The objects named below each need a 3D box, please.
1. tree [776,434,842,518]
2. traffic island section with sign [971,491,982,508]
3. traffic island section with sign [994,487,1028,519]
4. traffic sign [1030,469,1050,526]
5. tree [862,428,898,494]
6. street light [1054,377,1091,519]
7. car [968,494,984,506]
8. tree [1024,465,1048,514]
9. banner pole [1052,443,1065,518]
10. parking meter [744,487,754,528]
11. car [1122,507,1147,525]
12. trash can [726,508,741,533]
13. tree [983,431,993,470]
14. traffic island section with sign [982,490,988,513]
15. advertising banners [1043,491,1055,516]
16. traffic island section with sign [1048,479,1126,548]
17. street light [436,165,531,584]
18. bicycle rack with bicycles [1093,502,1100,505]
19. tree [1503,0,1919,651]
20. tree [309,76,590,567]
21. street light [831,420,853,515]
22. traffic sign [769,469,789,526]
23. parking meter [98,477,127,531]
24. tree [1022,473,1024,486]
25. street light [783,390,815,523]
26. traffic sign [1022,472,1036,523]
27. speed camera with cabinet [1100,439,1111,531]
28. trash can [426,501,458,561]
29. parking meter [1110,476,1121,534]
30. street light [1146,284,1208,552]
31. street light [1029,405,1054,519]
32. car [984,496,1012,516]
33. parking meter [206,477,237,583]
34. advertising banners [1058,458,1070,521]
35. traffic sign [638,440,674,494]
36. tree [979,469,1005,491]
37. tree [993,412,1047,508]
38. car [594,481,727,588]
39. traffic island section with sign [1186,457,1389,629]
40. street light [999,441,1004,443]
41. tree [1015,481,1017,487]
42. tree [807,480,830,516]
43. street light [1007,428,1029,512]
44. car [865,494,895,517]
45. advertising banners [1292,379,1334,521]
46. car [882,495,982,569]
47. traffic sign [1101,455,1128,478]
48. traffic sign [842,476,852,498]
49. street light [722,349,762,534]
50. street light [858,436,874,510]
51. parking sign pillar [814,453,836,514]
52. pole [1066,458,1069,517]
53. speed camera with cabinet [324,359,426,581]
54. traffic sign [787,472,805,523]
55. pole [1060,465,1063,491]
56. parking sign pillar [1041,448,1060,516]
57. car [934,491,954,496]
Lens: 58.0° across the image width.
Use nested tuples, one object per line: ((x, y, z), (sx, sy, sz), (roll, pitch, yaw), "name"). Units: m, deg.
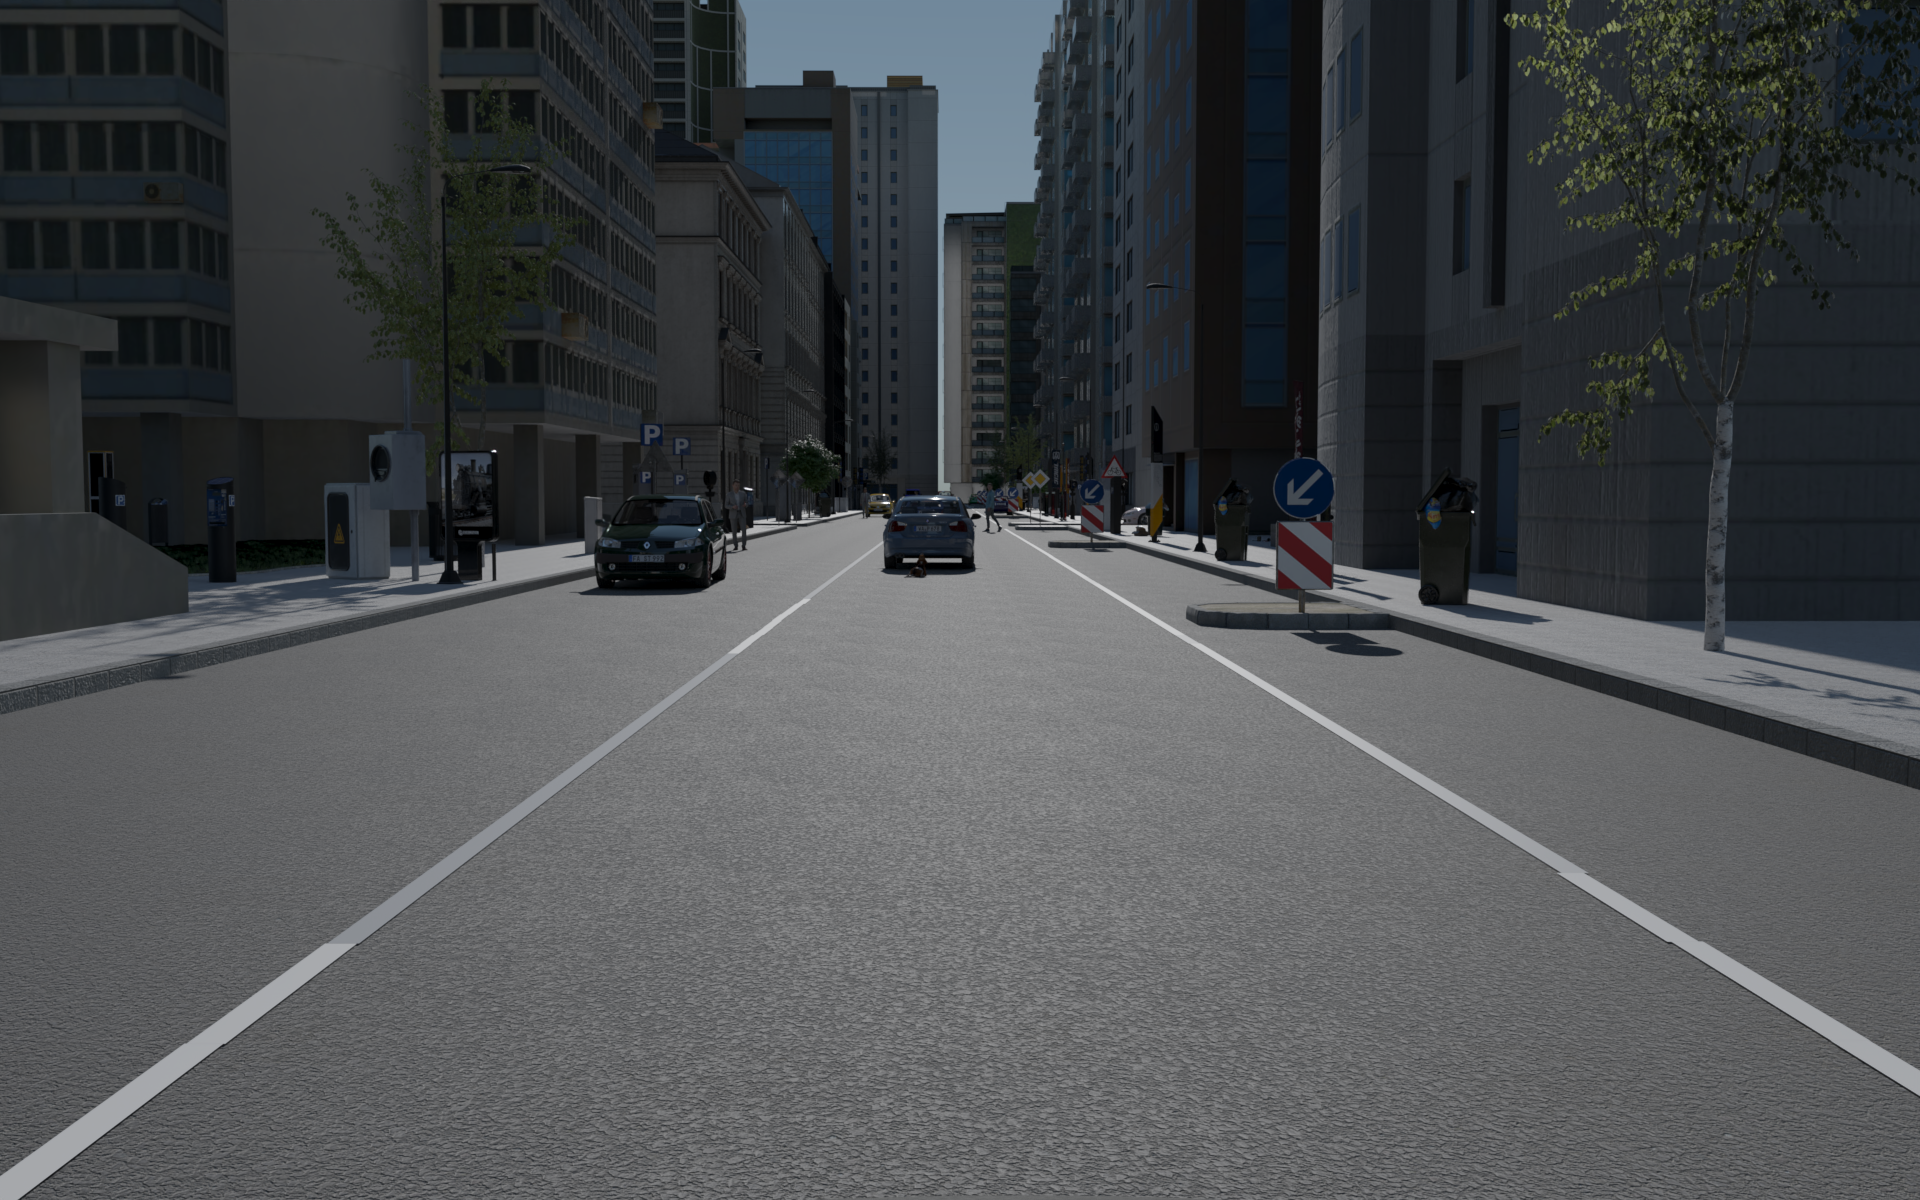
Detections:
((-8.075, -6.611, 91.808), (4.285, 4.588, 4.351), (0, 3, 0), "tree")
((2.446, -10.456, 179.581), (1.989, 1.847, 2.006), (0, 4, 0), "traffic island section with sign")
((3.001, -5.722, 102.182), (1.989, 1.847, 2.006), (0, 4, 0), "traffic island section with sign")
((3.205, -4.015, 69.286), (0.795, 2.450, 0.064), (0, 4, 0), "traffic sign")
((-9.132, -15.217, 199.154), (4.360, 8.622, 3.978), (0, 3, 0), "tree")
((4.649, -5.904, 69.075), (1.470, 5.913, 1.316), (0, 4, 0), "street light")
((1.972, -12.660, 215.787), (1.959, 1.807, 4.718), (0, 4, -2), "car")
((5.329, -7.266, 113.405), (1.663, 3.219, 1.824), (0, 3, 0), "tree")
((4.898, -5.849, 85.650), (0.863, 3.779, 0.401), (2, 4, 29), "banner pole")
((-7.975, -3.483, 65.355), (0.372, 1.533, 0.369), (0, 3, 0), "parking meter")
((9.394, -3.805, 74.575), (4.827, 1.381, 2.083), (0, 4, 0), "car")
((-7.565, -2.830, 57.927), (0.748, 1.137, 0.748), (0, 3, 0), "trash can")
((4.428, -14.379, 185.456), (4.737, 8.622, 4.395), (0, 3, 0), "tree")
((2.807, -7.371, 129.137), (1.989, 1.847, 2.006), (0, 4, 0), "traffic island section with sign")
((5.354, -6.351, 100.031), (0.090, 3.025, 2.074), (2, 4, 32), "advertising banners")
((3.391, -2.329, 46.711), (1.989, 1.847, 2.006), (0, 4, 0), "traffic island section with sign")
((-6.750, -3.183, 24.580), (1.470, 5.913, 1.316), (0, 4, 0), "street light")
((9.477, -6.034, 112.038), (2.852, 0.926, 2.925), (1, 4, 23), "bicycle rack with bicycles")
((6.320, -3.901, 14.147), (4.360, 8.622, 3.978), (0, 3, 0), "tree")
((-8.645, -4.876, 30.092), (4.737, 8.622, 4.395), (0, 3, 0), "tree")
((-7.344, -8.283, 107.961), (1.470, 5.913, 1.316), (0, 4, 0), "street light")
((-7.239, -4.012, 69.231), (0.795, 2.450, 0.064), (0, 4, 0), "traffic sign")
((-12.650, -1.069, 25.884), (0.372, 1.533, 0.369), (0, 3, 0), "parking meter")
((5.816, -8.716, 137.115), (1.663, 3.219, 1.824), (0, 3, 0), "tree")
((-7.170, -6.406, 77.275), (1.470, 5.913, 1.316), (0, 4, 0), "street light")
((3.147, -4.503, 77.270), (0.795, 2.450, 0.064), (0, 4, 0), "traffic sign")
((5.275, -4.099, 61.356), (0.660, 3.252, 2.038), (0, 4, 6), "speed camera with cabinet")
((-9.903, -1.325, 33.312), (0.748, 1.137, 0.748), (0, 3, 0), "trash can")
((5.020, -3.066, 55.845), (0.255, 1.863, 0.399), (-1, 4, -17), "parking meter")
((4.811, -4.027, 38.388), (1.470, 5.913, 1.316), (0, 4, 0), "street light")
((4.506, -7.207, 90.375), (1.470, 5.913, 1.316), (0, 4, 0), "street light")
((2.621, -6.394, 117.126), (1.945, 1.354, 3.894), (0, 4, -2), "car")
((-10.729, -1.024, 25.159), (0.372, 1.533, 0.369), (0, 3, 0), "parking meter")
((5.067, -5.341, 83.517), (0.090, 3.025, 2.074), (1, 4, 16), "advertising banners")
((-7.352, -2.559, 41.836), (0.884, 2.594, 0.081), (0, 4, 5), "traffic sign")
((4.112, -14.682, 223.767), (4.285, 4.588, 4.351), (0, 3, 0), "tree")
((5.835, -12.547, 155.507), (4.737, 8.622, 4.395), (0, 3, 0), "tree")
((-4.725, -1.093, 27.653), (2.009, 1.686, 4.222), (0, 4, -2), "car")
((3.590, -0.659, 19.402), (1.989, 1.847, 2.006), (0, 4, 0), "traffic island section with sign")
((4.137, -10.992, 152.261), (1.470, 5.913, 1.316), (0, 4, 0), "street light")
((5.353, -9.024, 142.142), (1.663, 3.219, 1.824), (0, 3, 0), "tree")
((-8.173, -6.414, 99.468), (1.663, 3.219, 1.824), (0, 3, 0), "tree")
((4.263, -9.115, 121.574), (1.470, 5.913, 1.316), (0, 4, 0), "street light")
((-5.094, -6.064, 109.377), (2.015, 1.641, 3.980), (0, 4, 0), "car")
((5.554, -1.903, 27.303), (0.090, 3.025, 2.074), (2, 4, 29), "advertising banners")
((-0.579, -1.381, 34.579), (2.014, 1.417, 4.499), (0, 4, 1), "car")
((5.116, -3.515, 57.478), (0.884, 2.594, 0.081), (0, 4, 0), "traffic sign")
((-8.070, -7.550, 123.554), (0.768, 2.556, 0.104), (0, 4, 4), "traffic sign")
((-7.051, -5.079, 55.582), (1.470, 5.913, 1.316), (0, 4, 0), "street light")
((-7.538, -10.159, 138.648), (1.470, 5.913, 1.316), (0, 4, 0), "street light")
((-8.724, -7.546, 111.852), (1.447, 3.967, 1.447), (2, 4, 33), "parking sign pillar")
((6.103, -6.388, 98.290), (0.158, 3.312, 0.155), (0, 3, 0), "pole")
((-8.765, -1.929, 25.875), (2.038, 3.252, 0.660), (3, 5, 43), "speed camera with cabinet")
((-7.297, -4.500, 77.216), (0.795, 2.450, 0.064), (0, 4, 0), "traffic sign")
((7.087, -7.767, 120.828), (0.158, 3.312, 0.155), (0, 3, 0), "pole")
((5.537, -6.966, 102.373), (1.447, 3.967, 1.447), (-1, 4, -11), "parking sign pillar")
((-1.804, -11.635, 198.912), (2.281, 1.827, 5.304), (0, 4, -2), "car")
